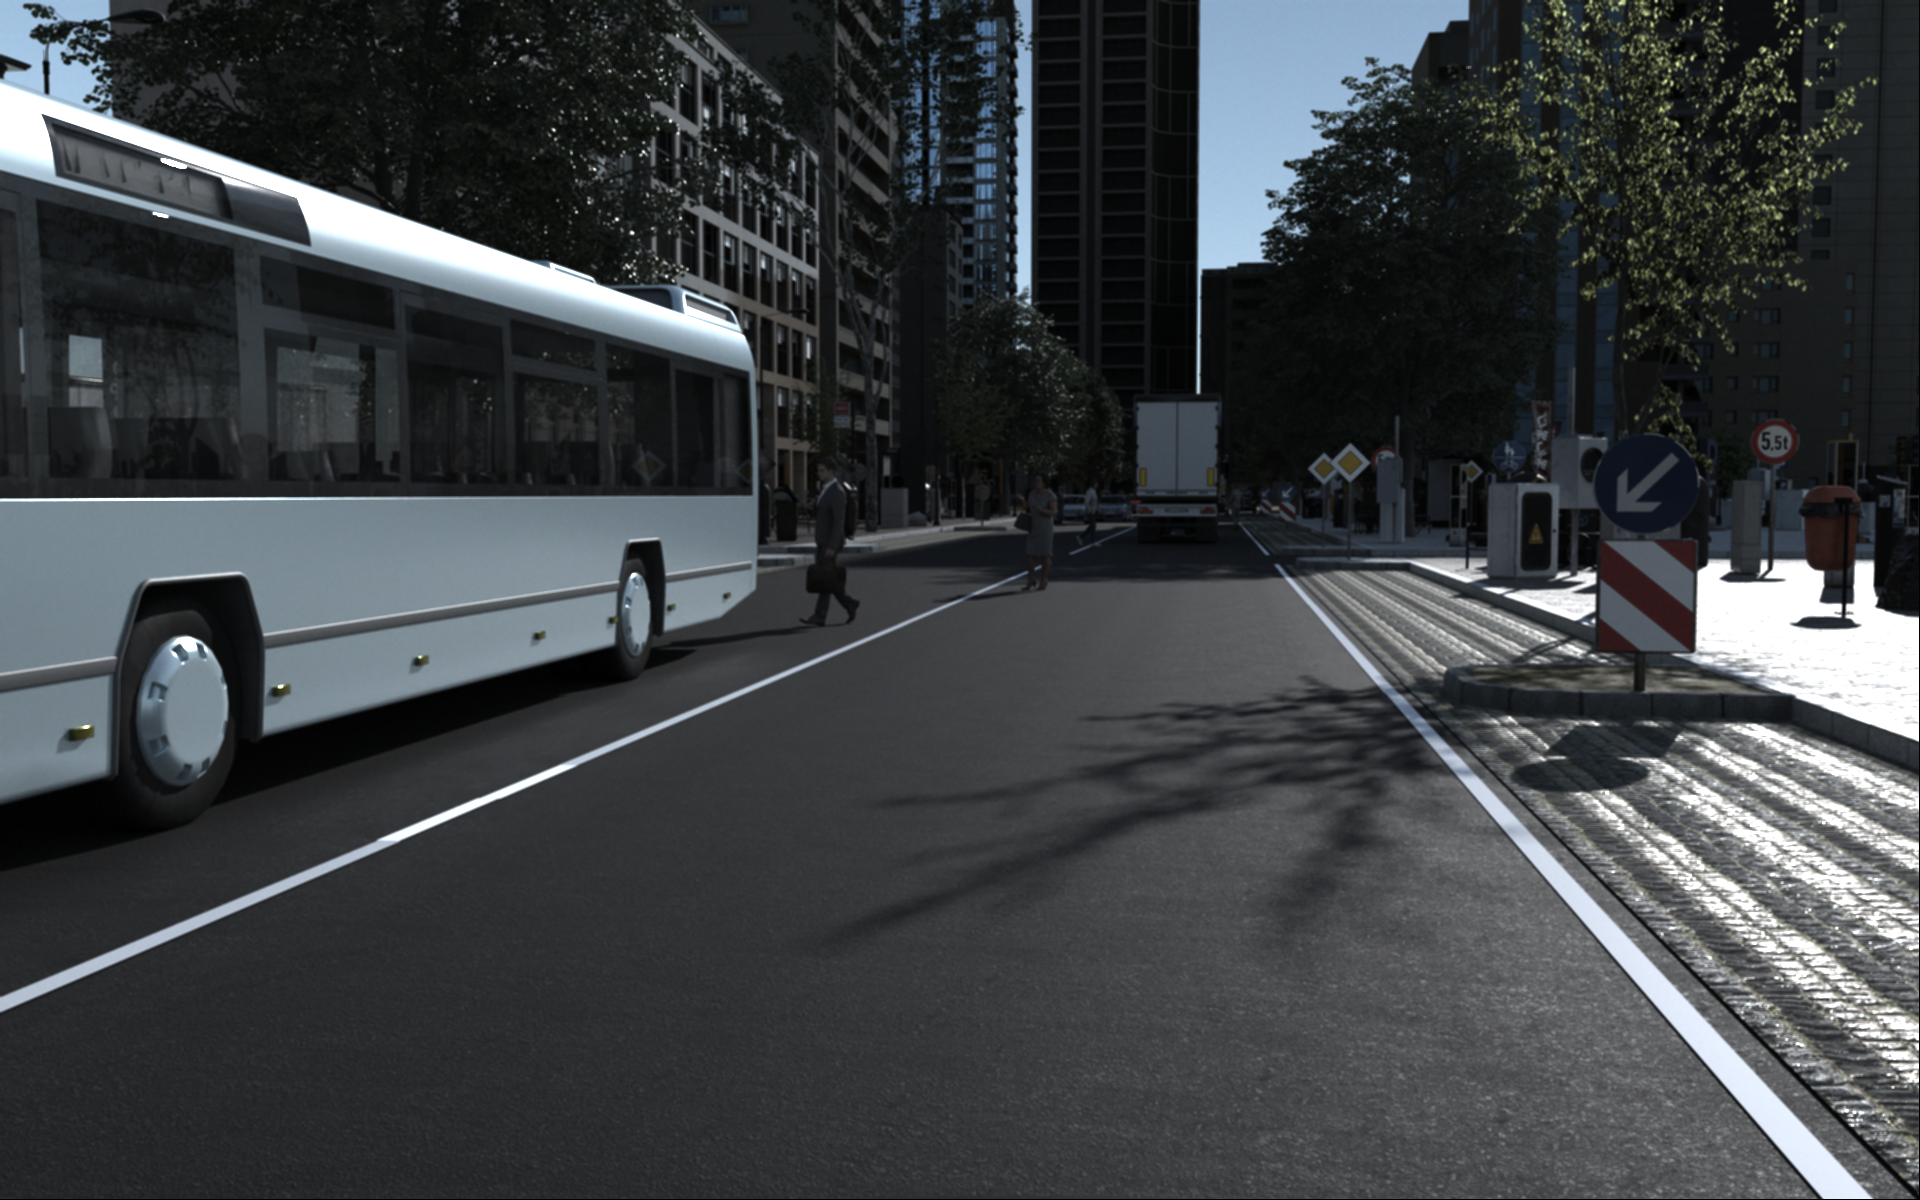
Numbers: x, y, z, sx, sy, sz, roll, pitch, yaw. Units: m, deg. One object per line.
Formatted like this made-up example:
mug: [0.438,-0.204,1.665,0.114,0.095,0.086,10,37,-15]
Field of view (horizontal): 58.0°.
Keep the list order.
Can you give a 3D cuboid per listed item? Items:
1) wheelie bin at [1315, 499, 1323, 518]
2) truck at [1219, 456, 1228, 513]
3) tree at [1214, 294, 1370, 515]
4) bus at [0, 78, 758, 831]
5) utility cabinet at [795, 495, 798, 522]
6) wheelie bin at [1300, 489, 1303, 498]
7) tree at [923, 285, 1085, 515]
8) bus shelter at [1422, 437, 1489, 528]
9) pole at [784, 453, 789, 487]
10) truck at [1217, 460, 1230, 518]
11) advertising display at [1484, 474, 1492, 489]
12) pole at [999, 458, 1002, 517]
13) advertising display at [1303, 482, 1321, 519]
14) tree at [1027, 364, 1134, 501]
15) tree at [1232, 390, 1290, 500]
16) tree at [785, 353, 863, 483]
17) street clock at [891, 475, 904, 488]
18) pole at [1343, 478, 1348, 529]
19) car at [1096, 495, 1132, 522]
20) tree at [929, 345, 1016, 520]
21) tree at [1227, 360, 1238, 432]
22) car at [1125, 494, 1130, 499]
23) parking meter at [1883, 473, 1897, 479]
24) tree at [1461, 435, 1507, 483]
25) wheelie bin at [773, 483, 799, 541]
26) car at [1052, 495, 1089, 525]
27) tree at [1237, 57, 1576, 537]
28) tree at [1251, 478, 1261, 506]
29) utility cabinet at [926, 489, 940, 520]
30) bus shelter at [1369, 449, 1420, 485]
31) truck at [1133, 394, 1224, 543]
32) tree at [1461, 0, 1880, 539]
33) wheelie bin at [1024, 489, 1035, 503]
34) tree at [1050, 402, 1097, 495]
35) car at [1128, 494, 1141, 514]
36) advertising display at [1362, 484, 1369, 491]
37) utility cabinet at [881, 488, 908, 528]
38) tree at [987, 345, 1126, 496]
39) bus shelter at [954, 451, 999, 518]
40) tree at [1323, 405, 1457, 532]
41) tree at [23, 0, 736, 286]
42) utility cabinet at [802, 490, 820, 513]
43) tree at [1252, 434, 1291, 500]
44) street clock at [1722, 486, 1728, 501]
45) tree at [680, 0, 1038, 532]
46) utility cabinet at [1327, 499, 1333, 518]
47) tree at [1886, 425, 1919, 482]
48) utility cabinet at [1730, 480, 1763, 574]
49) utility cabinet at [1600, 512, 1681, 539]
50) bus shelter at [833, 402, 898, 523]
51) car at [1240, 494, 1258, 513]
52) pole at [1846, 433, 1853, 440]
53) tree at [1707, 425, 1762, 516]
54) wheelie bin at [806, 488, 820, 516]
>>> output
wheelie bin: [19.487,-5.258,93.872,0.980,1.594,0.693,-1,4,-11]
truck: [19.114,-8.805,132.867,2.839,4.237,11.283,0,4,7]
tree: [20.604,-11.965,106.003,12.009,13.543,11.850,0,3,0]
bus: [-4.130,-0.944,10.300,2.948,3.499,13.247,0,4,8]
utility cabinet: [-7.777,-4.087,77.987,1.020,1.237,0.306,2,4,30]
wheelie bin: [22.046,-6.235,109.858,0.980,1.594,0.693,1,4,21]
tree: [2.668,-12.135,105.065,9.857,13.997,8.962,0,3,0]
bus shelter: [18.245,-4.270,63.732,2.014,3.302,5.546,1,4,8]
pole: [-8.551,-5.598,85.369,0.158,3.312,0.155,0,3,0]
truck: [10.122,-4.931,76.540,3.469,3.379,9.791,1,4,9]
advertising display: [17.318,-3.159,56.857,0.123,1.923,0.974,1,4,11]
pole: [2.299,-6.369,97.978,0.158,3.312,0.155,0,3,0]
advertising display: [18.475,-5.240,90.884,0.974,1.923,0.123,0,4,-4]
tree: [10.471,-14.308,150.949,9.611,12.733,9.660,0,3,0]
tree: [32.008,-16.073,180.918,7.486,12.596,7.792,0,3,0]
tree: [-6.854,-8.533,89.880,4.737,8.622,4.395,0,3,0]
street clock: [-2.407,-3.815,66.947,0.471,2.002,0.358,-1,4,-14]
pole: [14.296,-4.302,64.183,0.158,3.312,0.155,0,3,0]
car: [7.999,-4.790,90.324,2.014,1.417,4.499,1,4,9]
tree: [0.317,-8.232,84.959,4.737,8.622,4.395,0,3,0]
tree: [23.380,-13.028,119.670,9.857,13.997,8.962,0,3,0]
car: [12.614,-7.018,126.549,2.131,1.459,4.920,1,4,9]
parking meter: [25.143,-2.517,46.869,0.255,1.863,0.399,1,4,12]
tree: [26.159,-6.324,87.114,4.285,4.588,4.351,0,3,0]
wheelie bin: [-4.764,-2.413,47.353,0.693,1.594,0.980,0,4,-8]
car: [5.375,-4.323,82.687,2.014,1.417,4.499,0,4,7]
tree: [13.466,-8.866,51.609,9.857,13.997,8.962,0,3,0]
tree: [32.804,-11.878,188.806,1.663,3.219,1.824,0,3,0]
utility cabinet: [-1.544,-4.563,83.290,1.173,1.500,0.318,1,4,10]
bus shelter: [21.220,-6.592,85.409,2.179,5.291,8.768,1,4,8]
truck: [6.865,-3.988,54.117,2.839,4.237,11.283,0,4,8]
tree: [8.048,-4.269,20.154,4.360,8.622,3.978,0,3,0]
wheelie bin: [4.717,-6.594,115.712,0.980,1.594,0.693,1,4,15]
tree: [8.344,-11.308,135.255,4.737,8.622,4.395,0,3,0]
car: [11.689,-6.326,112.469,2.155,1.783,4.494,0,4,7]
advertising display: [22.180,-5.404,93.562,0.974,1.923,0.123,1,4,17]
utility cabinet: [-2.449,-3.444,64.988,1.173,1.500,0.318,3,5,43]
tree: [5.429,-11.752,117.898,9.928,11.665,9.643,0,3,0]
bus shelter: [0.955,-6.471,97.088,1.731,3.624,6.357,1,4,8]
tree: [14.006,-4.608,59.052,4.285,4.588,4.351,0,3,0]
tree: [-8.334,-7.315,26.261,9.857,13.997,8.962,0,3,0]
utility cabinet: [-8.907,-5.857,104.441,1.173,1.500,0.318,-1,4,-9]
tree: [29.022,-12.932,161.803,4.737,8.622,4.395,0,3,0]
street clock: [37.721,-4.945,85.414,0.358,2.002,0.471,2,4,29]
tree: [-4.363,-12.332,57.515,12.611,20.169,13.585,0,3,0]
utility cabinet: [19.893,-5.108,92.193,1.173,1.500,0.318,-2,4,-32]
tree: [40.214,-5.361,71.366,4.285,4.588,4.351,0,3,0]
utility cabinet: [12.752,-1.185,28.062,0.318,1.500,1.173,1,4,17]
utility cabinet: [9.807,-0.998,24.990,1.173,1.500,0.318,-1,4,-18]
bus shelter: [-4.055,-6.137,77.967,2.179,5.291,8.768,1,4,8]
car: [21.735,-7.486,132.179,2.009,1.686,4.222,1,4,8]
pole: [29.572,-3.903,57.664,0.158,3.312,0.155,0,3,0]
tree: [35.556,-5.939,80.822,4.285,4.588,4.351,0,3,0]
wheelie bin: [-8.209,-5.474,97.414,0.980,1.594,0.693,3,4,37]
